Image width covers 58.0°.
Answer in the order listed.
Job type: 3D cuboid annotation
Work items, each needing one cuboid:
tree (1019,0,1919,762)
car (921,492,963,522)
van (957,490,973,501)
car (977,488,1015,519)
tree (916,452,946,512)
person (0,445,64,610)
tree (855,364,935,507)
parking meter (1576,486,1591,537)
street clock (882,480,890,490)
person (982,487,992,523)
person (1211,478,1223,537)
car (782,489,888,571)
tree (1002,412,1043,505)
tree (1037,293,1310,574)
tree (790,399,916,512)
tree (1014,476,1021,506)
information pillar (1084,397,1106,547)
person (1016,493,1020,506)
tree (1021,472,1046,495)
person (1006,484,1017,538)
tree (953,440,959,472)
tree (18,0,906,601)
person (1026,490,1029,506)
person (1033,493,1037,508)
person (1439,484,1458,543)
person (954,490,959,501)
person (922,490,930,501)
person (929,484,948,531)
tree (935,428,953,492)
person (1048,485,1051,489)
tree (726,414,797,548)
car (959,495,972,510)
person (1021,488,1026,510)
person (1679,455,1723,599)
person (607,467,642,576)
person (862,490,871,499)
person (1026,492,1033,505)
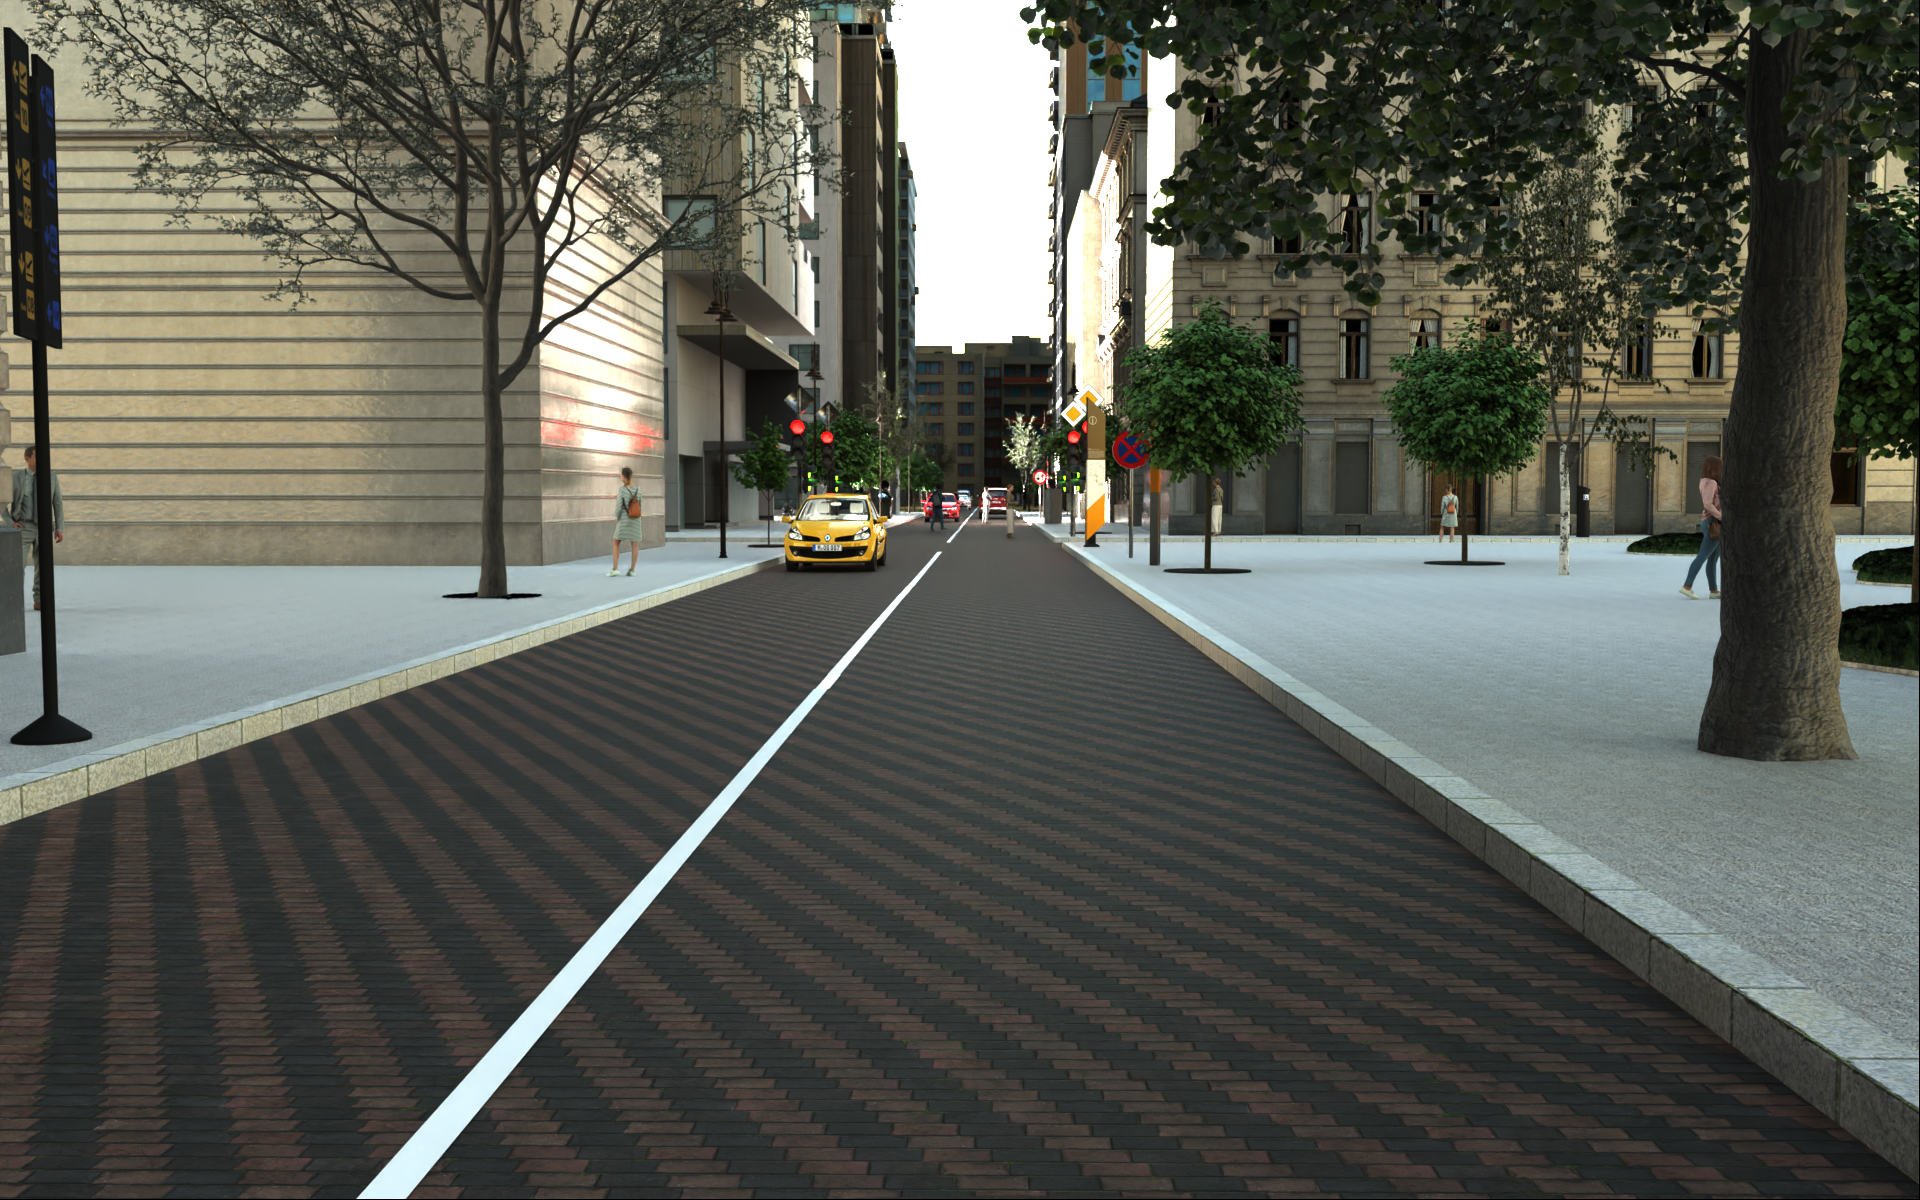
[{"bbox_3d":[4.147,-6.214,8.261,9.857,13.997,8.962,0,3,0],"label":"tree"},{"bbox_3d":[-0.924,-4.927,89.597,2.155,1.783,4.494,0,4,0],"label":"car"},{"bbox_3d":[0.327,-10.438,177.678,2.013,2.044,4.112,0,4,1],"label":"van"},{"bbox_3d":[2.120,-5.699,101.853,2.281,1.827,5.304,0,4,1],"label":"car"},{"bbox_3d":[-3.346,-8.634,124.872,4.285,4.588,4.351,0,3,0],"label":"tree"},{"bbox_3d":[-10.170,-0.785,18.981,0.391,1.810,0.635,3,5,42],"label":"person"},{"bbox_3d":[-3.794,-9.030,98.006,4.360,8.622,3.978,0,3,0],"label":"tree"},{"bbox_3d":[18.533,-2.634,51.484,0.372,1.533,0.369,0,3,0],"label":"parking meter"},{"bbox_3d":[-3.902,-5.231,90.098,0.471,2.002,0.358,0,4,3],"label":"street clock"},{"bbox_3d":[1.348,-4.645,84.633,0.466,1.800,0.511,-3,5,-40],"label":"person"},{"bbox_3d":[7.738,-2.800,52.377,0.362,1.759,0.519,2,4,31],"label":"person"},{"bbox_3d":[-2.363,-1.416,33.381,2.015,1.641,3.980,0,4,1],"label":"car"},{"bbox_3d":[5.760,-12.462,154.109,4.360,8.622,3.978,0,3,0],"label":"tree"},{"bbox_3d":[4.000,-2.736,28.453,4.285,4.588,4.351,0,3,0],"label":"tree"},{"bbox_3d":[-4.208,-4.681,60.243,4.285,4.588,4.351,0,3,0],"label":"tree"},{"bbox_3d":[6.419,-11.651,185.099,1.663,3.219,1.824,0,3,0],"label":"tree"},{"bbox_3d":[3.272,-3.095,41.958,0.504,3.616,0.183,-1,4,-18],"label":"information pillar"},{"bbox_3d":[6.424,-11.343,192.168,0.551,1.740,0.621,2,4,34],"label":"person"},{"bbox_3d":[5.997,-8.256,129.592,1.663,3.219,1.824,0,3,0],"label":"tree"},{"bbox_3d":[1.678,-2.921,56.811,0.362,1.759,0.519,0,3,0],"label":"person"},{"bbox_3d":[-2.222,-14.241,183.200,4.360,8.622,3.978,0,3,0],"label":"tree"},{"bbox_3d":[-5.682,-6.776,21.159,12.009,13.543,11.850,0,3,0],"label":"tree"},{"bbox_3d":[7.348,-11.096,188.193,0.721,1.736,1.217,0,4,-5],"label":"person"},{"bbox_3d":[7.067,-9.649,164.521,0.721,1.735,1.217,0,4,-6],"label":"person"},{"bbox_3d":[13.188,-2.276,46.710,0.512,1.701,0.522,0,4,-4],"label":"person"},{"bbox_3d":[-0.431,-8.655,150.543,0.617,1.759,0.750,1,4,18],"label":"person"},{"bbox_3d":[-3.324,-10.133,172.423,1.217,1.736,0.721,0,4,-2],"label":"person"},{"bbox_3d":[-0.856,-3.527,66.148,0.713,1.824,0.794,-2,4,-26],"label":"person"},{"bbox_3d":[-3.856,-13.164,165.589,4.360,8.622,3.978,0,3,0],"label":"tree"},{"bbox_3d":[5.156,-5.692,99.196,0.778,1.811,0.616,-2,4,-26],"label":"person"},{"bbox_3d":[-4.630,-2.899,42.004,1.663,3.219,1.824,0,3,0],"label":"tree"},{"bbox_3d":[0.076,-8.973,159.073,2.083,1.381,4.827,0,4,-1],"label":"car"},{"bbox_3d":[5.274,-8.360,142.744,0.705,1.822,1.348,1,4,17],"label":"person"},{"bbox_3d":[9.120,-0.888,21.151,0.643,1.750,0.593,1,4,13],"label":"person"},{"bbox_3d":[-5.177,-1.222,27.019,0.522,1.701,0.512,3,5,41],"label":"person"},{"bbox_3d":[-2.024,-1.543,36.319,0.503,1.515,0.523,2,4,24],"label":"person"},{"bbox_3d":[8.306,-12.069,203.368,1.348,1.824,0.705,1,4,13],"label":"person"}]
